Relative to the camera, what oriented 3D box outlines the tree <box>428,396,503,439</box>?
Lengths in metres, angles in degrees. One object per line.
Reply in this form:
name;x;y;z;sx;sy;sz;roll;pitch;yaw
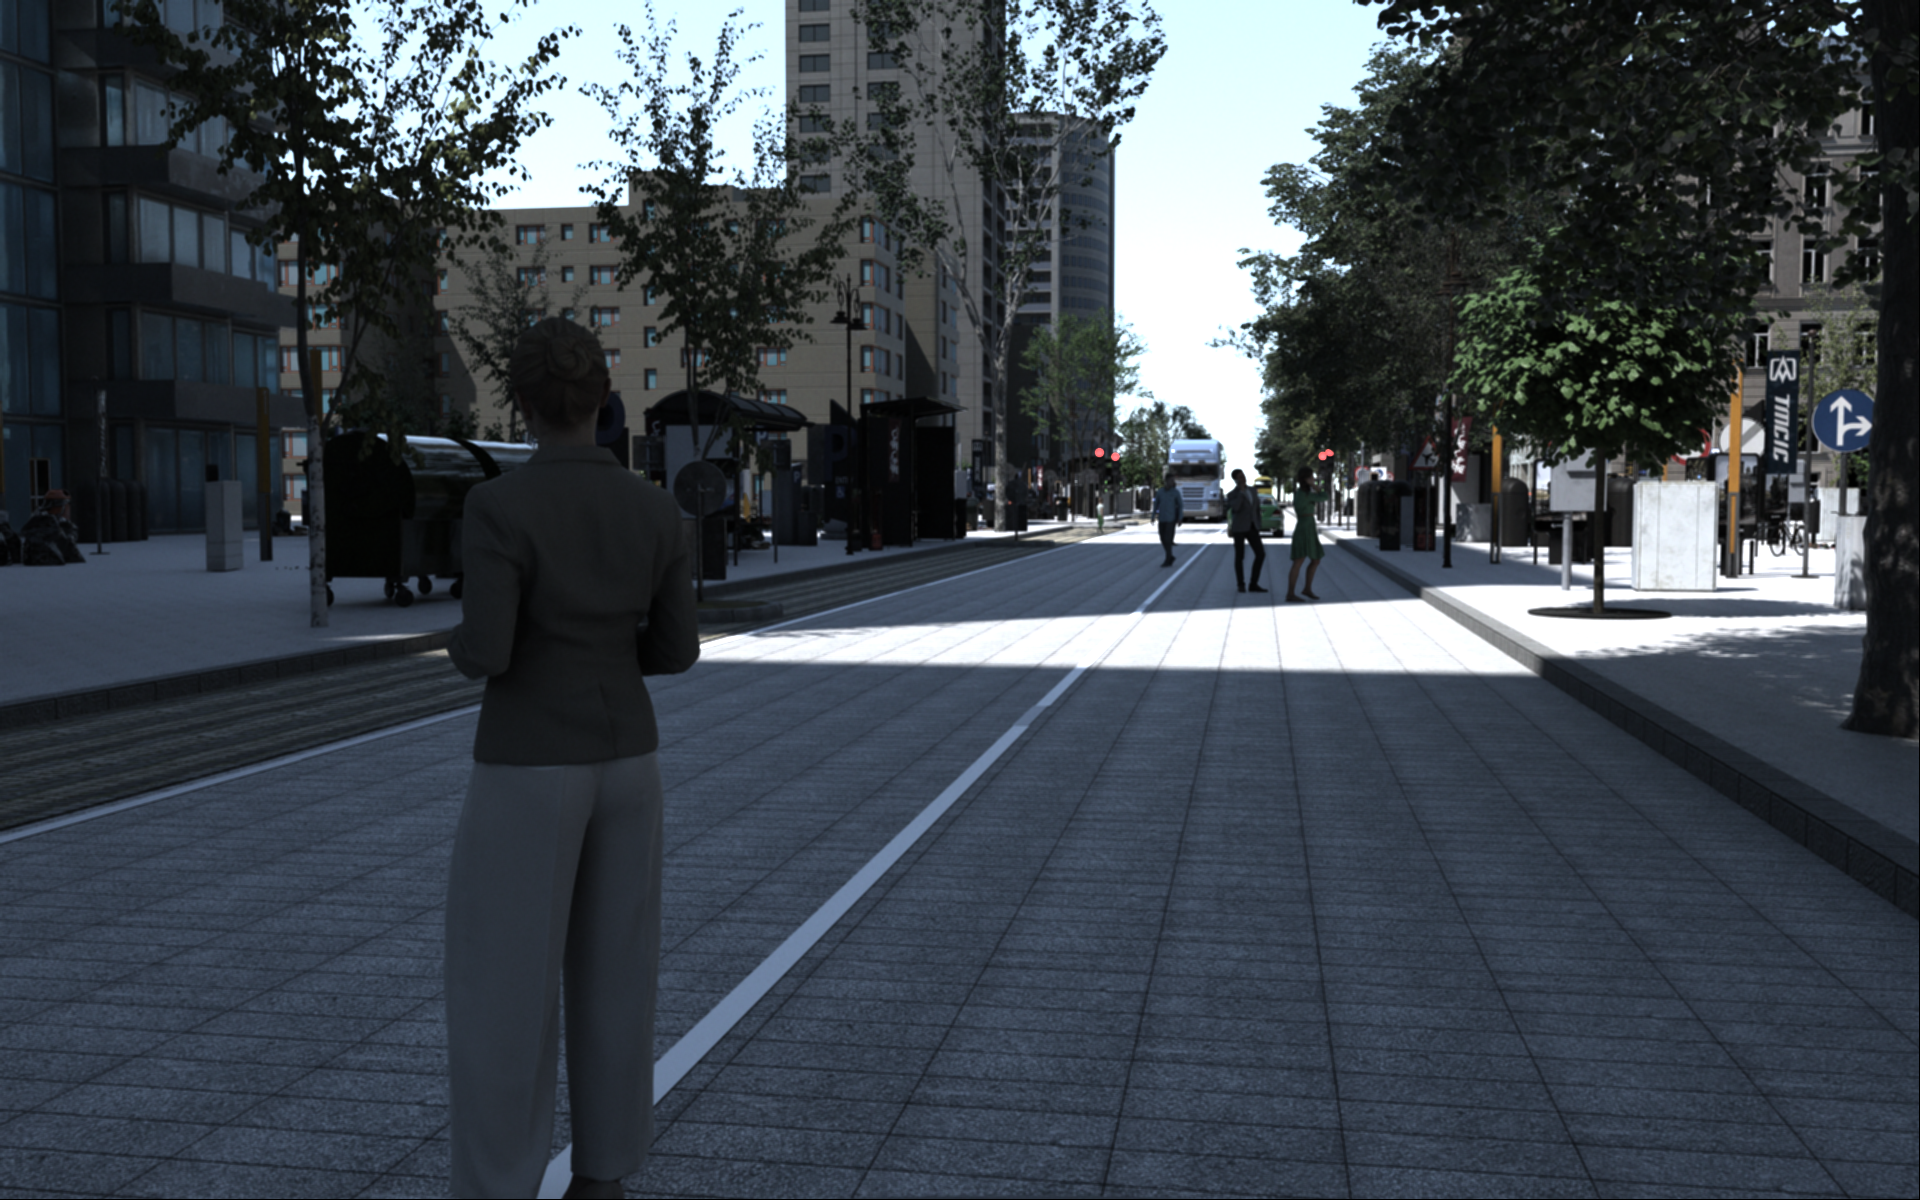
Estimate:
tree;-10.014;-2.431;34.344;1.663;3.219;1.824;0;3;0

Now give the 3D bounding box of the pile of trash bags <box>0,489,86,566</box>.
pile of trash bags;-17.238;-1.371;32.168;1.912;1.369;3.447;-1;4;-11

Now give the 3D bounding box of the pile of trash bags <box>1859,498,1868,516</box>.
pile of trash bags;40.822;-4.229;78.904;3.447;1.369;1.912;-2;4;-34

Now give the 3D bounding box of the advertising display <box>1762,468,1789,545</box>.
advertising display;20.556;-2.356;43.735;0.974;1.923;0.123;-2;4;-31

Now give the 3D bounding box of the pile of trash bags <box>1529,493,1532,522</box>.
pile of trash bags;21.933;-3.272;63.247;1.912;1.369;3.447;-2;4;-34

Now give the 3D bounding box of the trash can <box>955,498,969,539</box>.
trash can;-0.113;-2.327;49.692;0.748;1.137;0.748;0;3;0

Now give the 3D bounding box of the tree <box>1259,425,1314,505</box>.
tree;37.396;-16.914;194.664;7.486;12.596;7.792;0;3;0

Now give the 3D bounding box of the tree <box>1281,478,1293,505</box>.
tree;48.695;-16.041;256.868;1.663;3.219;1.824;0;3;0

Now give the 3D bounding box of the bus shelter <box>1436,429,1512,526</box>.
bus shelter;16.708;-3.846;56.800;2.014;3.302;5.546;1;4;10

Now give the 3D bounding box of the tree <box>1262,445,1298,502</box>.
tree;51.930;-21.466;276.727;9.928;11.665;9.643;0;3;0

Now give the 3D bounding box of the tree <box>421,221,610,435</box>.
tree;-11.854;-5.921;47.179;4.360;8.622;3.978;0;3;0

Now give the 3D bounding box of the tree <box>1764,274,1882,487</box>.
tree;28.548;-6.476;56.252;4.737;8.622;4.395;0;3;0

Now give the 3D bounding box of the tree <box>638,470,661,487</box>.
tree;-16.965;-6.025;93.115;1.663;3.219;1.824;0;3;0

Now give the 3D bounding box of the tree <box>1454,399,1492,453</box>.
tree;29.118;-8.816;94.507;4.737;8.622;4.395;0;3;0

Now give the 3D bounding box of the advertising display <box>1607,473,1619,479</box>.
advertising display;20.120;-3.000;54.266;0.123;1.923;0.974;-3;5;-45

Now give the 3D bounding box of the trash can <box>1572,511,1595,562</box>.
trash can;11.684;-1.286;32.686;0.748;1.137;0.748;0;3;0

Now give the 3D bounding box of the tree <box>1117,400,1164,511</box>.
tree;13.484;-11.169;132.976;4.360;8.622;3.978;0;3;0

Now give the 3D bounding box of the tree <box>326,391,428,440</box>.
tree;-17.405;-4.151;51.590;4.285;4.588;4.351;0;3;0

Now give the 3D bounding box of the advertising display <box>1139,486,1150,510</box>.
advertising display;14.481;-8.001;136.028;0.974;1.923;0.123;2;4;34

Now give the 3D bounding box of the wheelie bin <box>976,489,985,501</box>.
wheelie bin;1.461;-6.306;111.004;0.693;1.594;0.980;2;4;32

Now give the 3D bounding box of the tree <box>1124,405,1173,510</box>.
tree;15.657;-11.723;142.027;4.737;8.622;4.395;0;3;0

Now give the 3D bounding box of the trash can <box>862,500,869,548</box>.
trash can;-2.197;-1.802;41.116;0.748;1.137;0.748;0;3;0

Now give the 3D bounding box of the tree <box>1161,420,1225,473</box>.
tree;27.731;-16.913;210.933;8.767;10.594;7.601;-2;4;-26

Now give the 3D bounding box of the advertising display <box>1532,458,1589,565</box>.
advertising display;10.885;-1.601;31.396;0.974;1.923;0.123;0;4;8

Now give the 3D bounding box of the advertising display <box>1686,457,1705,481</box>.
advertising display;12.907;-1.532;30.260;0.123;1.923;0.974;0;4;2

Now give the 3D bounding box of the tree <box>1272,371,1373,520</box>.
tree;19.847;-8.786;94.007;4.737;8.622;4.395;0;3;0

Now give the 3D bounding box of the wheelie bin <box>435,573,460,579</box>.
wheelie bin;-7.670;-1.135;26.472;0.980;1.594;0.693;2;4;23

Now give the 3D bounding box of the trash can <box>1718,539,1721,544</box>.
trash can;19.564;-1.985;44.110;0.748;1.137;0.748;0;3;0

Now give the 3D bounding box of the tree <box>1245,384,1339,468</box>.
tree;31.314;-15.168;158.360;12.009;13.543;11.850;0;3;0

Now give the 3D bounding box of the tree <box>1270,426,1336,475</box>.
tree;35.267;-14.793;176.275;7.601;10.594;8.767;-2;4;-34

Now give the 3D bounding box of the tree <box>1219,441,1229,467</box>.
tree;22.437;-15.867;185.184;9.928;11.665;9.643;0;3;0

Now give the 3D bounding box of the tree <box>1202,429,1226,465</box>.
tree;42.042;-23.247;298.206;7.486;12.596;7.792;0;3;0

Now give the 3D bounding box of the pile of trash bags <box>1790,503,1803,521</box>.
pile of trash bags;40.686;-4.523;83.710;3.447;1.369;1.912;0;4;2

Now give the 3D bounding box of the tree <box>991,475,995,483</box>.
tree;3.030;-9.507;150.039;1.663;3.219;1.824;0;3;0

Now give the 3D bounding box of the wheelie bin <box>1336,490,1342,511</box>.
wheelie bin;27.924;-7.368;128.373;0.693;1.594;0.980;3;4;36

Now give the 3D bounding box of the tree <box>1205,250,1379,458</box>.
tree;25.758;-17.059;134.809;12.611;20.169;13.585;0;3;0

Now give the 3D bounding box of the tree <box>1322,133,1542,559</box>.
tree;9.445;-5.129;34.223;4.360;8.622;3.978;0;3;0

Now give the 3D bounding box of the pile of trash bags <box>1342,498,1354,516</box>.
pile of trash bags;23.920;-5.579;100.961;3.447;1.369;1.912;-3;5;-44

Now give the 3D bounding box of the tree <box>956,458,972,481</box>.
tree;0.336;-10.426;154.173;4.285;4.588;4.351;0;3;0

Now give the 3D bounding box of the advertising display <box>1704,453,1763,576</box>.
advertising display;12.149;-1.347;27.231;0.974;1.923;0.123;-2;4;-23

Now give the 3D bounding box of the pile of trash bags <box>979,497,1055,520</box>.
pile of trash bags;2.972;-4.632;85.478;3.447;1.369;1.912;-3;5;-42

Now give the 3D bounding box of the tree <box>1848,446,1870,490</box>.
tree;23.048;-2.985;43.413;1.663;3.219;1.824;0;3;0

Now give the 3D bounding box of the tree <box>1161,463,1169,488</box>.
tree;17.876;-10.704;158.726;4.285;4.588;4.351;0;3;0

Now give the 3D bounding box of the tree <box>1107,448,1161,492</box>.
tree;11.717;-8.478;122.329;4.285;4.588;4.351;0;3;0

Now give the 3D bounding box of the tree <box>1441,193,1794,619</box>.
tree;6.870;-2.112;18.251;4.285;4.588;4.351;0;3;0

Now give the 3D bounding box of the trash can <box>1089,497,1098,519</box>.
trash can;6.934;-4.791;89.994;0.748;1.137;0.748;0;3;0

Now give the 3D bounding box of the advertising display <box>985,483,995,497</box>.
advertising display;1.982;-6.078;104.595;0.974;1.923;0.123;0;4;-6

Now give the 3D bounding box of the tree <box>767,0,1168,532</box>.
tree;0.336;-12.419;58.946;12.611;20.169;13.585;0;3;0

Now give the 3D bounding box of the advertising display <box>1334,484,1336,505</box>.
advertising display;25.296;-6.834;116.953;0.123;1.923;0.974;1;4;9

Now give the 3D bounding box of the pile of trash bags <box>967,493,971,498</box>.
pile of trash bags;1.527;-5.929;106.697;3.447;1.369;1.912;-3;4;-36

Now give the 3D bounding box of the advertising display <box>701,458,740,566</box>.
advertising display;-4.346;-1.586;31.137;0.974;1.923;0.123;3;4;36

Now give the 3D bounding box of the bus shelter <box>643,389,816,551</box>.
bus shelter;-4.683;-2.584;36.173;2.014;3.302;5.546;1;4;10

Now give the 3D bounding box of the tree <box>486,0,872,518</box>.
tree;-3.809;-4.658;26.525;4.737;8.622;4.395;0;3;0

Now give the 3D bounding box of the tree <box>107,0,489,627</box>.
tree;-5.960;-4.046;16.518;4.737;8.622;4.395;0;3;0

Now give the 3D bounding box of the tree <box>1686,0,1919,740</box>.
tree;5.250;-6.251;8.860;9.857;13.997;8.962;0;3;0

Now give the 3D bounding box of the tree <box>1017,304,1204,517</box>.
tree;6.949;-10.420;96.121;9.928;11.665;9.643;0;3;0

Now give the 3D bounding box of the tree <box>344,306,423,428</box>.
tree;-21.663;-7.140;67.103;4.360;8.622;3.978;0;3;0
